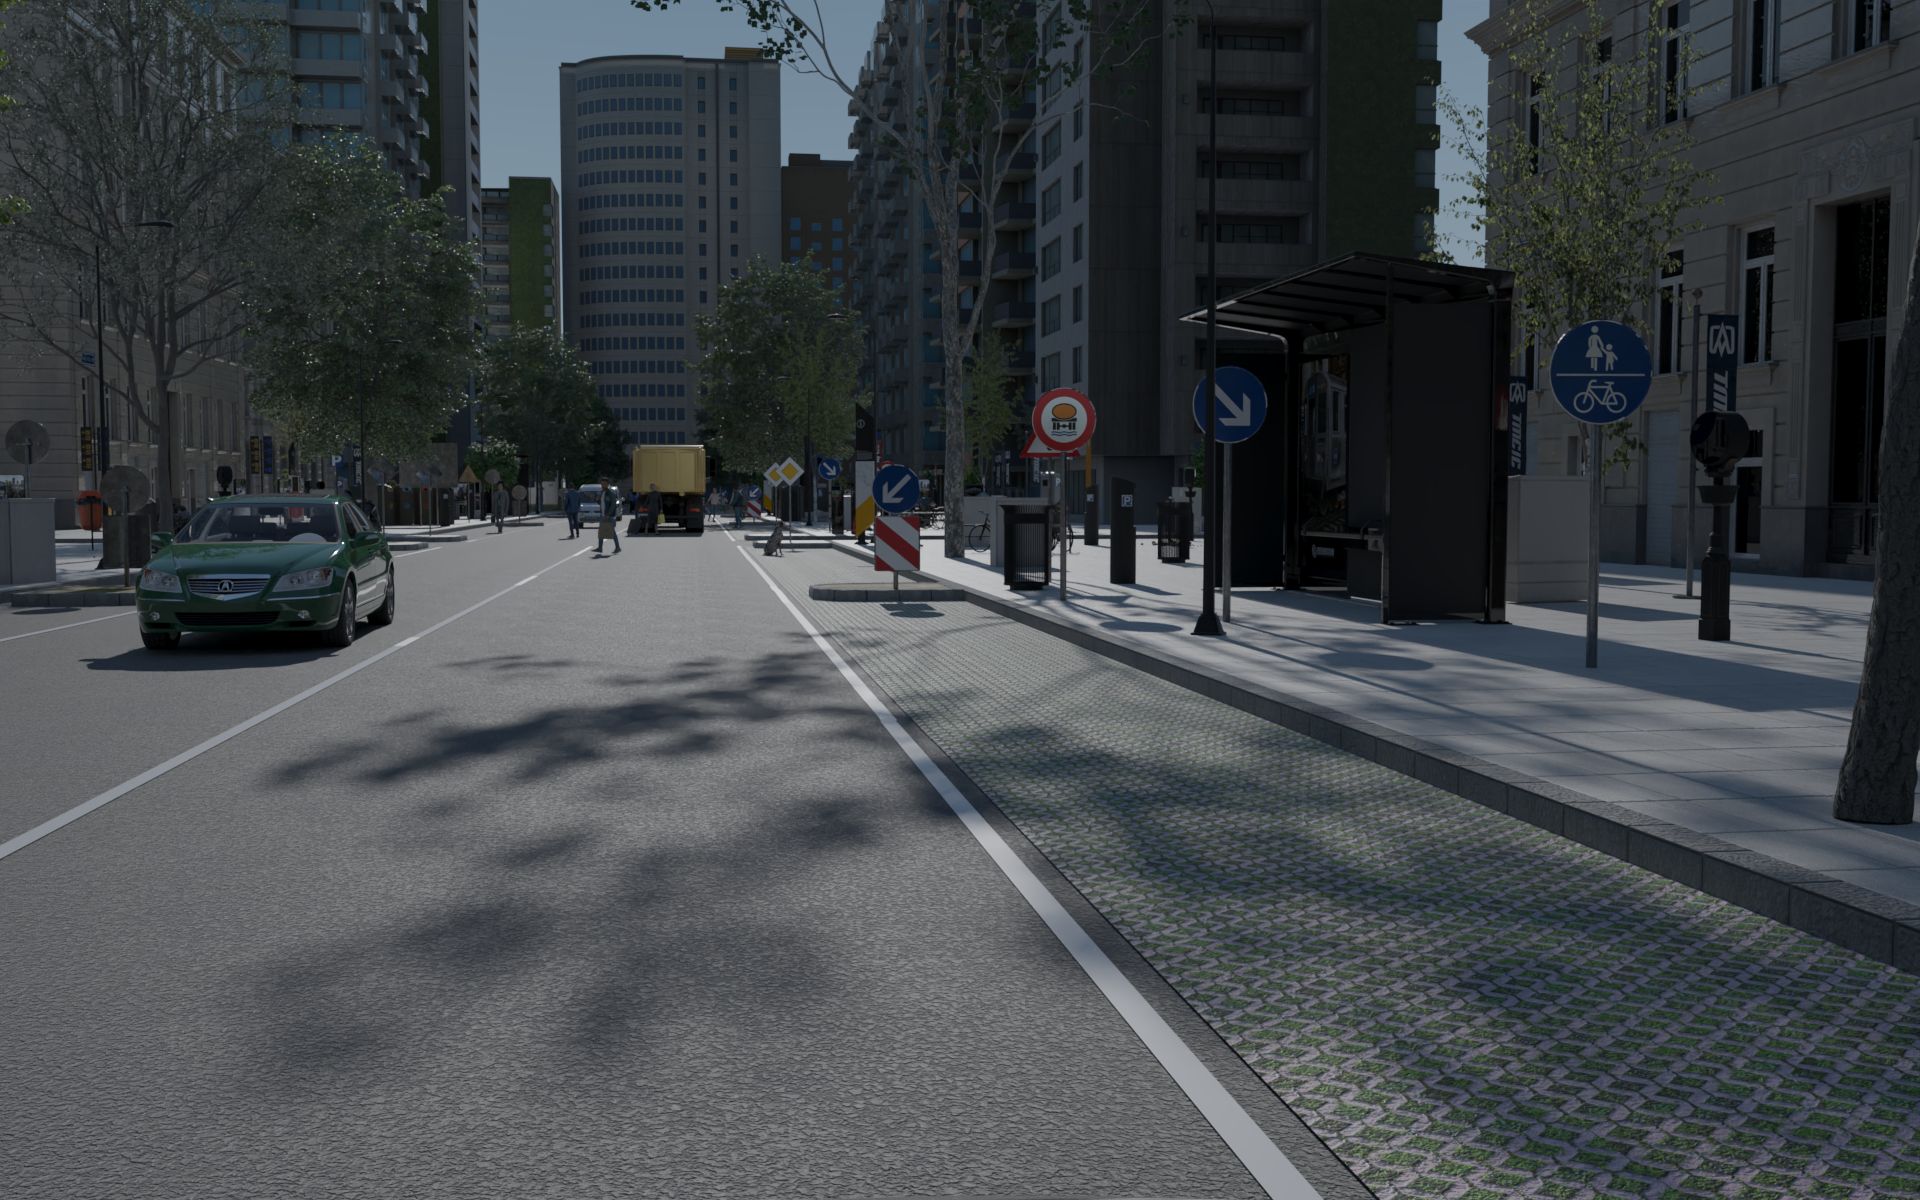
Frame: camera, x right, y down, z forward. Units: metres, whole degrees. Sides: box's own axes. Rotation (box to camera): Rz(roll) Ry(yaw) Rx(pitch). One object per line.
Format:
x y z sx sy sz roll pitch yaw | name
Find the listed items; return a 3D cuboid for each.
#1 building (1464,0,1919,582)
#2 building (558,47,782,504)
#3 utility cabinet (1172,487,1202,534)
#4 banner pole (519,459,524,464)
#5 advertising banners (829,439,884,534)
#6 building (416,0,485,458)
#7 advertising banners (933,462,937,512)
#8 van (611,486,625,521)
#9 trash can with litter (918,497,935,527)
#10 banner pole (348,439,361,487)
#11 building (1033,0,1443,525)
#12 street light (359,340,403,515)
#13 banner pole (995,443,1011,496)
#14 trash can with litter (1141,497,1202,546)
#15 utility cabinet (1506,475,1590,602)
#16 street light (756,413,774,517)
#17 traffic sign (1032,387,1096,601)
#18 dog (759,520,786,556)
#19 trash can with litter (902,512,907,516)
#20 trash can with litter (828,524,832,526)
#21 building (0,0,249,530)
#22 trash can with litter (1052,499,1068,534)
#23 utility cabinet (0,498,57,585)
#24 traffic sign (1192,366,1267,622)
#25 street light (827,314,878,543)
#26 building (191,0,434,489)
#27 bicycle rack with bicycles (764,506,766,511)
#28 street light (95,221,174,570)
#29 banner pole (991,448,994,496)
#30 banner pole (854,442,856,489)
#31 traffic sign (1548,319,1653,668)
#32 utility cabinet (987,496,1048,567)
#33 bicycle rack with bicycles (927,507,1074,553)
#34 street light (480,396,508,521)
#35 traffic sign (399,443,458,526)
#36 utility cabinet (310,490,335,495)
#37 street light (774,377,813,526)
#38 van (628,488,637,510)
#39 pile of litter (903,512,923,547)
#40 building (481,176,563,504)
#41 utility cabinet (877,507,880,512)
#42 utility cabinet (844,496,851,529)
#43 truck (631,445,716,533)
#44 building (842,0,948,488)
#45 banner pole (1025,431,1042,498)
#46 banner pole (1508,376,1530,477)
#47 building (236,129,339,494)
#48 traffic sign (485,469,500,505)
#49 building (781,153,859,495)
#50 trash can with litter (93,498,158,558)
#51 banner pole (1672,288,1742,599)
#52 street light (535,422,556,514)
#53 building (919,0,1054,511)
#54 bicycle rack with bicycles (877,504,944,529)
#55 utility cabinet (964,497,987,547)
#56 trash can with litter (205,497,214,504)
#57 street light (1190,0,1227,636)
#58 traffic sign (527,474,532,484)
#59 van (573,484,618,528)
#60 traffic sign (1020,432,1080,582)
18.623 -13.973 25.719 12.463 27.353 25.104 -1 4 -9 | building
-38.327 -42.122 230.696 28.212 58.520 21.231 -1 4 -9 | building
7.298 -2.874 55.663 0.318 1.500 1.173 3 5 45 | utility cabinet
-28.857 -7.576 113.879 0.401 3.779 0.863 1 4 14 | banner pole
-3.304 -3.620 55.373 2.074 3.025 0.090 2 4 29 | advertising banners
-63.609 -38.785 176.141 28.212 58.520 21.231 -1 4 -9 | building
-1.483 -6.164 96.966 0.090 3.025 2.074 -1 4 -10 | advertising banners
-18.969 -5.245 92.767 2.013 2.044 4.112 -1 4 -10 | van
-1.371 -3.407 67.090 0.624 1.170 1.055 1 4 13 | trash can with litter
-27.598 -5.444 79.028 0.863 3.779 0.401 -1 4 -20 | banner pole
11.377 -18.563 75.200 14.107 30.474 14.160 -1 4 -9 | building
-17.514 -4.881 52.354 1.470 5.913 1.316 -1 4 -9 | street light
2.236 -5.764 84.259 0.401 3.779 0.863 -2 4 -31 | banner pole
5.376 -1.982 43.465 1.678 1.210 2.233 0 4 7 | trash can with litter
6.970 -0.725 20.535 1.173 1.500 0.318 -2 4 -25 | utility cabinet
-11.095 -7.700 98.443 1.470 5.913 1.316 -1 4 -9 | street light
1.243 -1.265 20.784 0.768 2.556 0.104 0 4 0 | traffic sign
-4.437 -1.429 40.202 0.800 0.831 0.513 -1 4 -8 | dog
-3.219 -5.020 93.140 1.678 1.210 2.233 1 4 23 | trash can with litter
-4.704 -3.684 71.295 1.678 1.210 2.233 3 5 42 | trash can with litter
-39.035 -16.815 72.194 12.463 27.353 25.104 -1 4 -9 | building
2.932 -2.705 55.619 1.055 1.170 0.624 0 4 1 | trash can with litter
-13.512 -0.847 25.008 0.306 1.237 1.020 0 4 7 | utility cabinet
2.676 -1.052 17.311 0.768 2.556 0.104 -1 4 -8 | traffic sign
-2.742 -4.431 44.980 1.470 5.913 1.316 -1 4 -9 | street light
-54.828 -31.694 137.803 23.786 49.044 30.456 -1 4 -9 | building
-13.020 -7.012 128.027 2.925 0.926 2.852 -1 4 -12 | bicycle rack with bicycles
-14.052 -3.484 29.512 1.470 5.913 1.316 -1 4 -9 | street light
1.938 -6.308 93.152 0.863 3.779 0.401 -2 4 -34 | banner pole
-4.996 -5.717 83.488 0.401 3.779 0.863 -1 4 -16 | banner pole
4.669 -0.772 12.728 0.768 2.556 0.104 0 4 -2 | traffic sign
1.044 -1.190 30.616 1.020 1.237 0.306 -2 4 -24 | utility cabinet
1.363 -1.489 37.729 2.925 0.926 2.852 -3 5 -39 | bicycle rack with bicycles
-22.148 -6.714 82.308 1.470 5.913 1.316 -1 4 -9 | street light
-21.182 -4.598 69.046 2.265 3.308 0.079 0 4 -7 | traffic sign
-31.507 -4.711 85.709 1.173 1.500 0.318 -2 4 -28 | utility cabinet
-6.563 -5.902 69.046 1.470 5.913 1.316 -1 4 -9 | street light
-28.251 -9.129 153.638 2.240 2.365 5.245 -1 4 -9 | van
-1.485 -1.739 42.403 1.176 0.858 1.719 0 4 -2 | pile of litter
-59.257 -33.104 224.837 14.086 41.232 14.154 -1 4 -9 | building
-5.739 -6.901 121.505 1.173 1.500 0.318 -2 4 -33 | utility cabinet
-3.866 -3.172 63.019 1.020 1.237 0.306 1 4 20 | utility cabinet
-11.270 -4.389 67.691 3.469 3.379 9.791 0 4 -8 | truck
0.109 -34.343 181.108 23.786 49.044 30.456 -1 4 -9 | building
2.901 -4.846 69.256 0.863 3.779 0.401 0 4 1 | banner pole
10.239 -2.584 32.271 0.863 3.779 0.401 -1 4 -23 | banner pole
-43.398 -15.579 96.513 13.314 21.916 24.055 -1 4 -9 | building
-24.000 -5.432 88.919 0.768 2.556 0.104 0 4 -5 | traffic sign
-16.894 -35.543 231.241 14.200 45.320 14.600 -1 4 -9 | building
-16.296 -1.473 35.145 2.233 1.210 1.678 1 4 22 | trash can with litter
9.183 -1.909 21.237 0.863 3.779 0.401 -1 4 -17 | banner pole
-26.728 -8.514 111.751 1.470 5.913 1.316 -1 4 -9 | street light
9.660 -28.303 117.376 22.147 44.769 28.867 -1 4 -9 | building
-1.173 -3.025 62.846 2.925 0.926 2.852 1 4 16 | bicycle rack with bicycles
0.253 -1.888 42.033 1.020 1.237 0.306 -1 4 -9 | utility cabinet
-24.299 -2.789 56.980 1.055 1.170 0.624 0 4 2 | trash can with litter
1.735 -2.632 15.574 1.470 5.913 1.316 -1 4 -9 | street light
-26.797 -6.523 106.762 0.768 2.556 0.104 0 4 -8 | traffic sign
-15.589 -4.094 73.946 2.013 2.044 4.112 -1 4 -8 | van
1.304 -1.539 25.162 0.884 2.594 0.081 0 4 -2 | traffic sign
